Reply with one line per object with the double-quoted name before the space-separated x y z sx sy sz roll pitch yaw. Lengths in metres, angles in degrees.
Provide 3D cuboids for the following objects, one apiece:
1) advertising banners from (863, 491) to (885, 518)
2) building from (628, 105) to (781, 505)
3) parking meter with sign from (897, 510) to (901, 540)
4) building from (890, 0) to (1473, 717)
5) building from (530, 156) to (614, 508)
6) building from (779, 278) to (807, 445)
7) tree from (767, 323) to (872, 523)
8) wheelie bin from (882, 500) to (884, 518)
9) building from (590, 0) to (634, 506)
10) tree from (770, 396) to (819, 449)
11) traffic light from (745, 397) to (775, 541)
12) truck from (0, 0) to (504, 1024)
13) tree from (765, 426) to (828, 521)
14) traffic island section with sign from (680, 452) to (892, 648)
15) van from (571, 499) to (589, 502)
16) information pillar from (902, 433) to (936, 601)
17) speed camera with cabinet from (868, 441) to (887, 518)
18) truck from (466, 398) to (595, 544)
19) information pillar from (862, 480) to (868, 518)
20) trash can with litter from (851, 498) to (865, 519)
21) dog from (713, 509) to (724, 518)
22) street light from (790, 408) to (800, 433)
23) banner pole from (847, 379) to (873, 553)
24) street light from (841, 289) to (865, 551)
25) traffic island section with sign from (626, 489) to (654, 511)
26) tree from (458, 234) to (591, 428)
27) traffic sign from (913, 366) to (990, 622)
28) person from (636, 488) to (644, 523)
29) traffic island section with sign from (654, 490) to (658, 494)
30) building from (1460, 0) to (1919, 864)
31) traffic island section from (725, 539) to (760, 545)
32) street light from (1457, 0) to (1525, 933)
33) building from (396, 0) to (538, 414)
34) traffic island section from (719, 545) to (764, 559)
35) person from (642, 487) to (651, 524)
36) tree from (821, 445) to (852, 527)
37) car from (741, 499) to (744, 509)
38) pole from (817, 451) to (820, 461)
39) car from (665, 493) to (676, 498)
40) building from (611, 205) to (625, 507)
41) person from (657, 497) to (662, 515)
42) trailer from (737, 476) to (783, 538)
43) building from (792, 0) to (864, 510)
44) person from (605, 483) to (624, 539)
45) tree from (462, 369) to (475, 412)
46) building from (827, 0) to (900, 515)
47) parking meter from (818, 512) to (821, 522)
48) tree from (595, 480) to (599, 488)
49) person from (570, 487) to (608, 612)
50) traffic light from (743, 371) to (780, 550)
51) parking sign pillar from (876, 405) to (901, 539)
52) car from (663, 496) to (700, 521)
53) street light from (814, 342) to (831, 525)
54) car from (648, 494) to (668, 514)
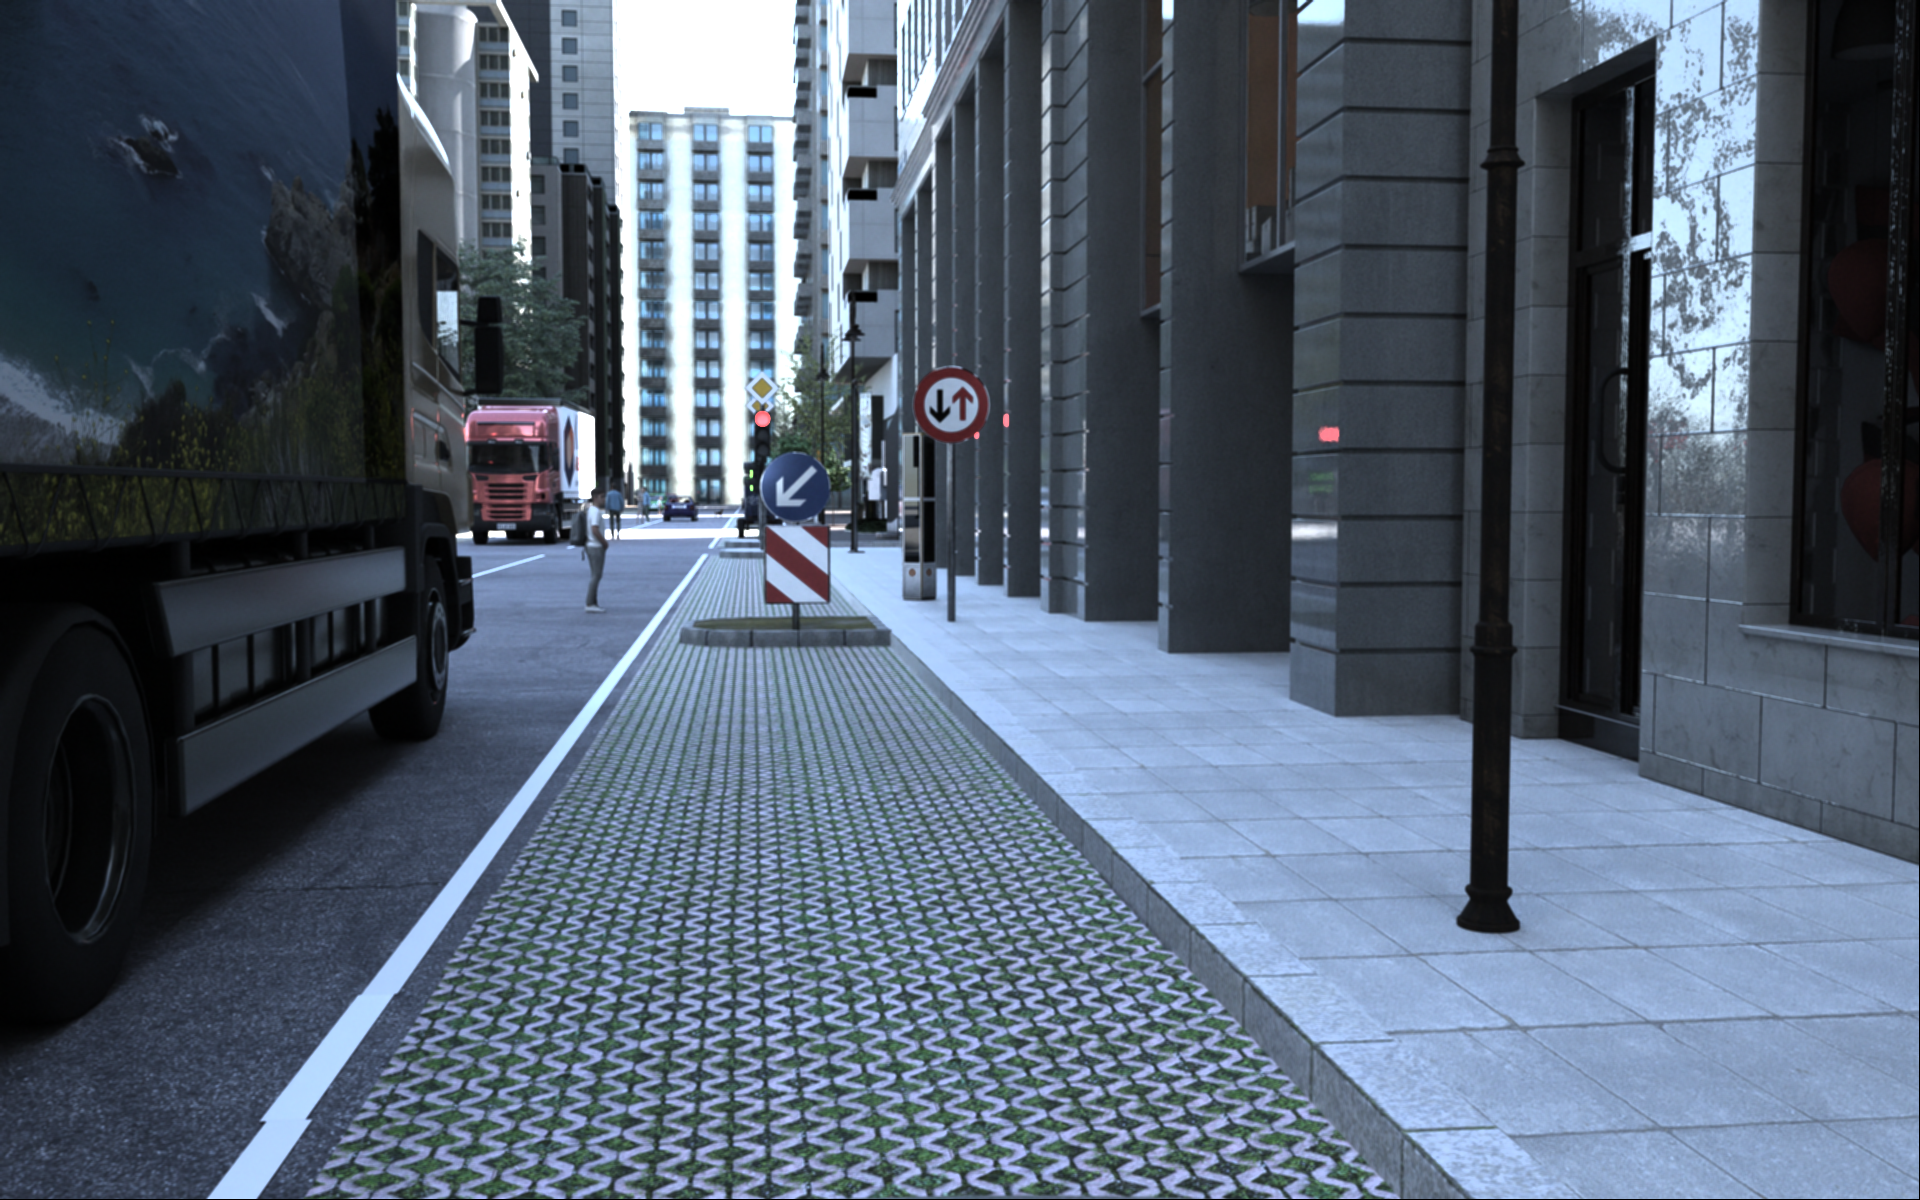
"advertising banners" -2.765 -4.374 67.708 2.074 3.025 0.090 -1 4 -13
"building" -31.485 -36.514 216.612 30.456 49.044 23.786 0 4 -7
"parking meter with sign" -0.896 -3.175 48.175 1.738 3.016 0.543 1 4 21
"building" 5.732 -15.095 24.297 11.434 29.767 29.804 0 4 -7
"building" -38.259 -23.168 150.495 14.160 30.474 14.107 0 4 -7
"building" -7.653 -53.122 181.213 22.319 86.520 31.000 0 4 -7
"tree" -6.059 -7.662 75.636 4.737 8.622 4.395 0 3 0
"wheelie bin" -3.272 -4.394 79.754 0.980 1.594 0.693 1 4 19
"building" -45.873 -45.514 182.401 20.611 71.187 20.563 0 4 -7
"tree" -12.373 -10.783 126.668 4.360 8.622 3.978 0 3 0
"traffic light" -5.481 -3.581 47.469 0.839 4.253 0.868 0 4 -7
"truck" -3.802 -1.082 6.608 2.839 4.237 11.283 0 4 -7
"tree" -7.731 -6.102 83.482 4.285 4.588 4.351 0 3 0
"traffic island section with sign" -1.738 -0.514 17.032 1.989 1.847 2.006 0 4 -7
"van" -21.123 -5.317 93.946 2.013 2.044 4.112 0 4 -8
"information pillar" -0.490 -1.007 20.953 0.304 2.012 0.304 3 4 36
"speed camera with cabinet" -2.627 -4.305 64.724 0.660 3.252 2.038 2 4 32
"truck" -13.055 -3.917 52.949 2.839 4.237 11.283 0 4 -5
"information pillar" -4.380 -4.671 80.865 0.304 2.012 0.304 1 4 21
"trash can with litter" -4.121 -3.825 73.919 1.055 1.170 0.624 2 4 25
"dog" -14.771 -5.298 105.903 0.406 0.507 0.540 2 4 35
"street light" -8.290 -7.003 87.285 0.468 5.910 1.993 0 4 -7
"banner pole" -2.140 -2.912 37.631 0.401 3.779 0.863 -3 4 -37
"street light" -2.419 -4.062 39.194 0.468 5.910 1.993 0 4 -7
"traffic island section with sign" -27.450 -8.524 147.989 1.989 1.847 2.006 0 4 -7
"tree" -22.865 -10.867 84.323 9.857 13.997 8.962 0 3 0
"traffic sign" -0.085 -1.056 17.373 0.768 2.556 0.104 0 4 2
"person" -15.550 -4.633 84.592 0.599 1.781 0.374 -2 4 -28
"traffic island section with sign" -30.689 -10.160 174.750 1.989 1.847 2.006 0 4 -7
"building" 9.005 -8.977 1.522 10.420 20.320 16.860 0 4 -7
"traffic island section" -5.440 -1.548 47.588 2.009 0.180 2.903 0 4 -7
"street light" 1.569 -1.968 4.965 0.468 5.910 1.993 0 4 -7
"building" -45.511 -26.806 130.160 32.217 40.220 23.993 0 4 -7
"traffic island section" -4.480 -1.063 39.661 2.009 0.180 2.903 0 4 -7
"person" -15.067 -4.553 83.286 0.444 1.785 0.601 -2 4 -23
"tree" -5.064 -4.475 67.765 1.663 3.219 1.824 0 3 0
"car" -20.249 -9.497 167.855 1.945 1.354 3.894 0 4 -7
"pole" -6.616 -5.342 81.185 0.158 3.312 0.155 0 3 0
"car" -24.698 -8.415 146.620 2.155 1.783 4.494 -1 4 -9
"building" -39.749 -24.061 165.097 14.160 30.474 14.107 0 4 -7
"person" -20.145 -6.294 116.088 0.352 1.250 0.332 0 4 6
"trailer" -6.626 -3.065 57.160 1.471 1.999 3.904 0 4 -8
"building" -3.240 -32.515 151.228 23.786 49.044 30.456 0 4 -7
"person" -10.904 -2.803 54.666 0.601 1.785 0.444 -1 4 -18
"tree" -29.088 -9.102 99.173 4.360 8.622 3.978 0 3 0
"building" 6.057 -31.493 104.153 28.713 52.752 27.495 0 4 -7
"parking meter" -6.511 -4.361 79.714 0.372 1.533 0.369 0 3 0
"tree" -27.541 -8.221 129.009 1.663 3.219 1.824 0 3 0
"person" -4.444 -0.609 21.048 0.503 1.515 0.523 2 4 34
"traffic light" -4.521 -3.096 39.542 0.839 4.253 0.868 0 4 -7
"parking sign pillar" -1.710 -3.751 49.794 1.447 3.967 1.447 -1 4 -21
"car" -14.849 -4.863 92.091 1.945 1.354 3.894 0 4 -7
"street light" -4.198 -4.901 52.924 0.468 5.910 1.993 0 4 -7
"car" -21.884 -7.097 124.825 1.959 1.807 4.718 0 4 -5
